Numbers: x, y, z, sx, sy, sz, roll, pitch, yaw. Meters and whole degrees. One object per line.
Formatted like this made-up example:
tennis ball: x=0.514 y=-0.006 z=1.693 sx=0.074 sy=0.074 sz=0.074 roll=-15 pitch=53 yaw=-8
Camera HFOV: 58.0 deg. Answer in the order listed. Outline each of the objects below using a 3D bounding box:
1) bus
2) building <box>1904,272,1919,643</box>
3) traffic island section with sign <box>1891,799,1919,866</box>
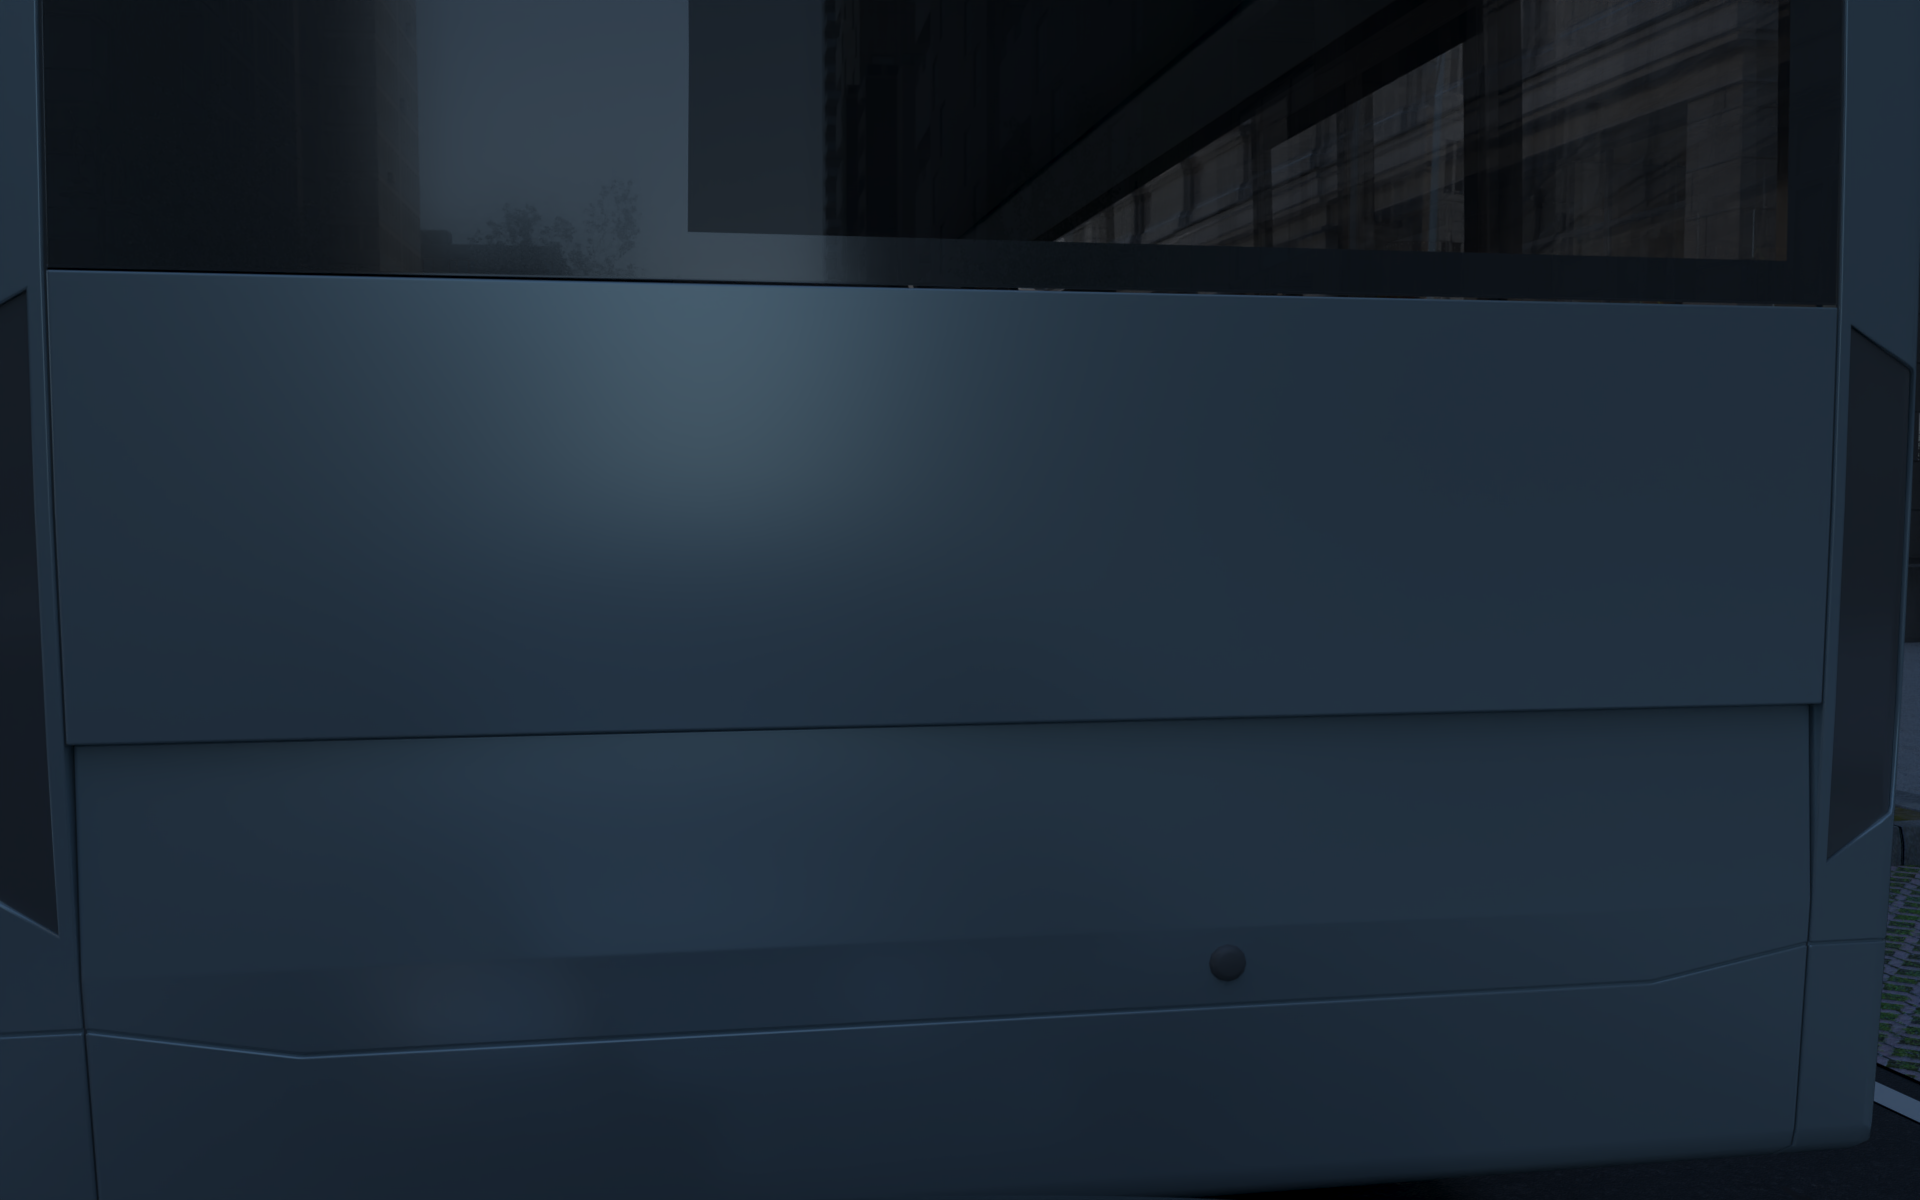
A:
bus: x=-1.085 y=-0.846 z=8.685 sx=2.948 sy=3.499 sz=13.247 roll=-1 pitch=4 yaw=-10
building: x=6.597 y=-11.212 z=34.227 sx=10.553 sy=20.767 sz=40.483 roll=-1 pitch=4 yaw=-12
traffic island section with sign: x=2.864 y=0.073 z=7.436 sx=1.989 sy=1.847 sz=2.006 roll=-1 pitch=4 yaw=-12
